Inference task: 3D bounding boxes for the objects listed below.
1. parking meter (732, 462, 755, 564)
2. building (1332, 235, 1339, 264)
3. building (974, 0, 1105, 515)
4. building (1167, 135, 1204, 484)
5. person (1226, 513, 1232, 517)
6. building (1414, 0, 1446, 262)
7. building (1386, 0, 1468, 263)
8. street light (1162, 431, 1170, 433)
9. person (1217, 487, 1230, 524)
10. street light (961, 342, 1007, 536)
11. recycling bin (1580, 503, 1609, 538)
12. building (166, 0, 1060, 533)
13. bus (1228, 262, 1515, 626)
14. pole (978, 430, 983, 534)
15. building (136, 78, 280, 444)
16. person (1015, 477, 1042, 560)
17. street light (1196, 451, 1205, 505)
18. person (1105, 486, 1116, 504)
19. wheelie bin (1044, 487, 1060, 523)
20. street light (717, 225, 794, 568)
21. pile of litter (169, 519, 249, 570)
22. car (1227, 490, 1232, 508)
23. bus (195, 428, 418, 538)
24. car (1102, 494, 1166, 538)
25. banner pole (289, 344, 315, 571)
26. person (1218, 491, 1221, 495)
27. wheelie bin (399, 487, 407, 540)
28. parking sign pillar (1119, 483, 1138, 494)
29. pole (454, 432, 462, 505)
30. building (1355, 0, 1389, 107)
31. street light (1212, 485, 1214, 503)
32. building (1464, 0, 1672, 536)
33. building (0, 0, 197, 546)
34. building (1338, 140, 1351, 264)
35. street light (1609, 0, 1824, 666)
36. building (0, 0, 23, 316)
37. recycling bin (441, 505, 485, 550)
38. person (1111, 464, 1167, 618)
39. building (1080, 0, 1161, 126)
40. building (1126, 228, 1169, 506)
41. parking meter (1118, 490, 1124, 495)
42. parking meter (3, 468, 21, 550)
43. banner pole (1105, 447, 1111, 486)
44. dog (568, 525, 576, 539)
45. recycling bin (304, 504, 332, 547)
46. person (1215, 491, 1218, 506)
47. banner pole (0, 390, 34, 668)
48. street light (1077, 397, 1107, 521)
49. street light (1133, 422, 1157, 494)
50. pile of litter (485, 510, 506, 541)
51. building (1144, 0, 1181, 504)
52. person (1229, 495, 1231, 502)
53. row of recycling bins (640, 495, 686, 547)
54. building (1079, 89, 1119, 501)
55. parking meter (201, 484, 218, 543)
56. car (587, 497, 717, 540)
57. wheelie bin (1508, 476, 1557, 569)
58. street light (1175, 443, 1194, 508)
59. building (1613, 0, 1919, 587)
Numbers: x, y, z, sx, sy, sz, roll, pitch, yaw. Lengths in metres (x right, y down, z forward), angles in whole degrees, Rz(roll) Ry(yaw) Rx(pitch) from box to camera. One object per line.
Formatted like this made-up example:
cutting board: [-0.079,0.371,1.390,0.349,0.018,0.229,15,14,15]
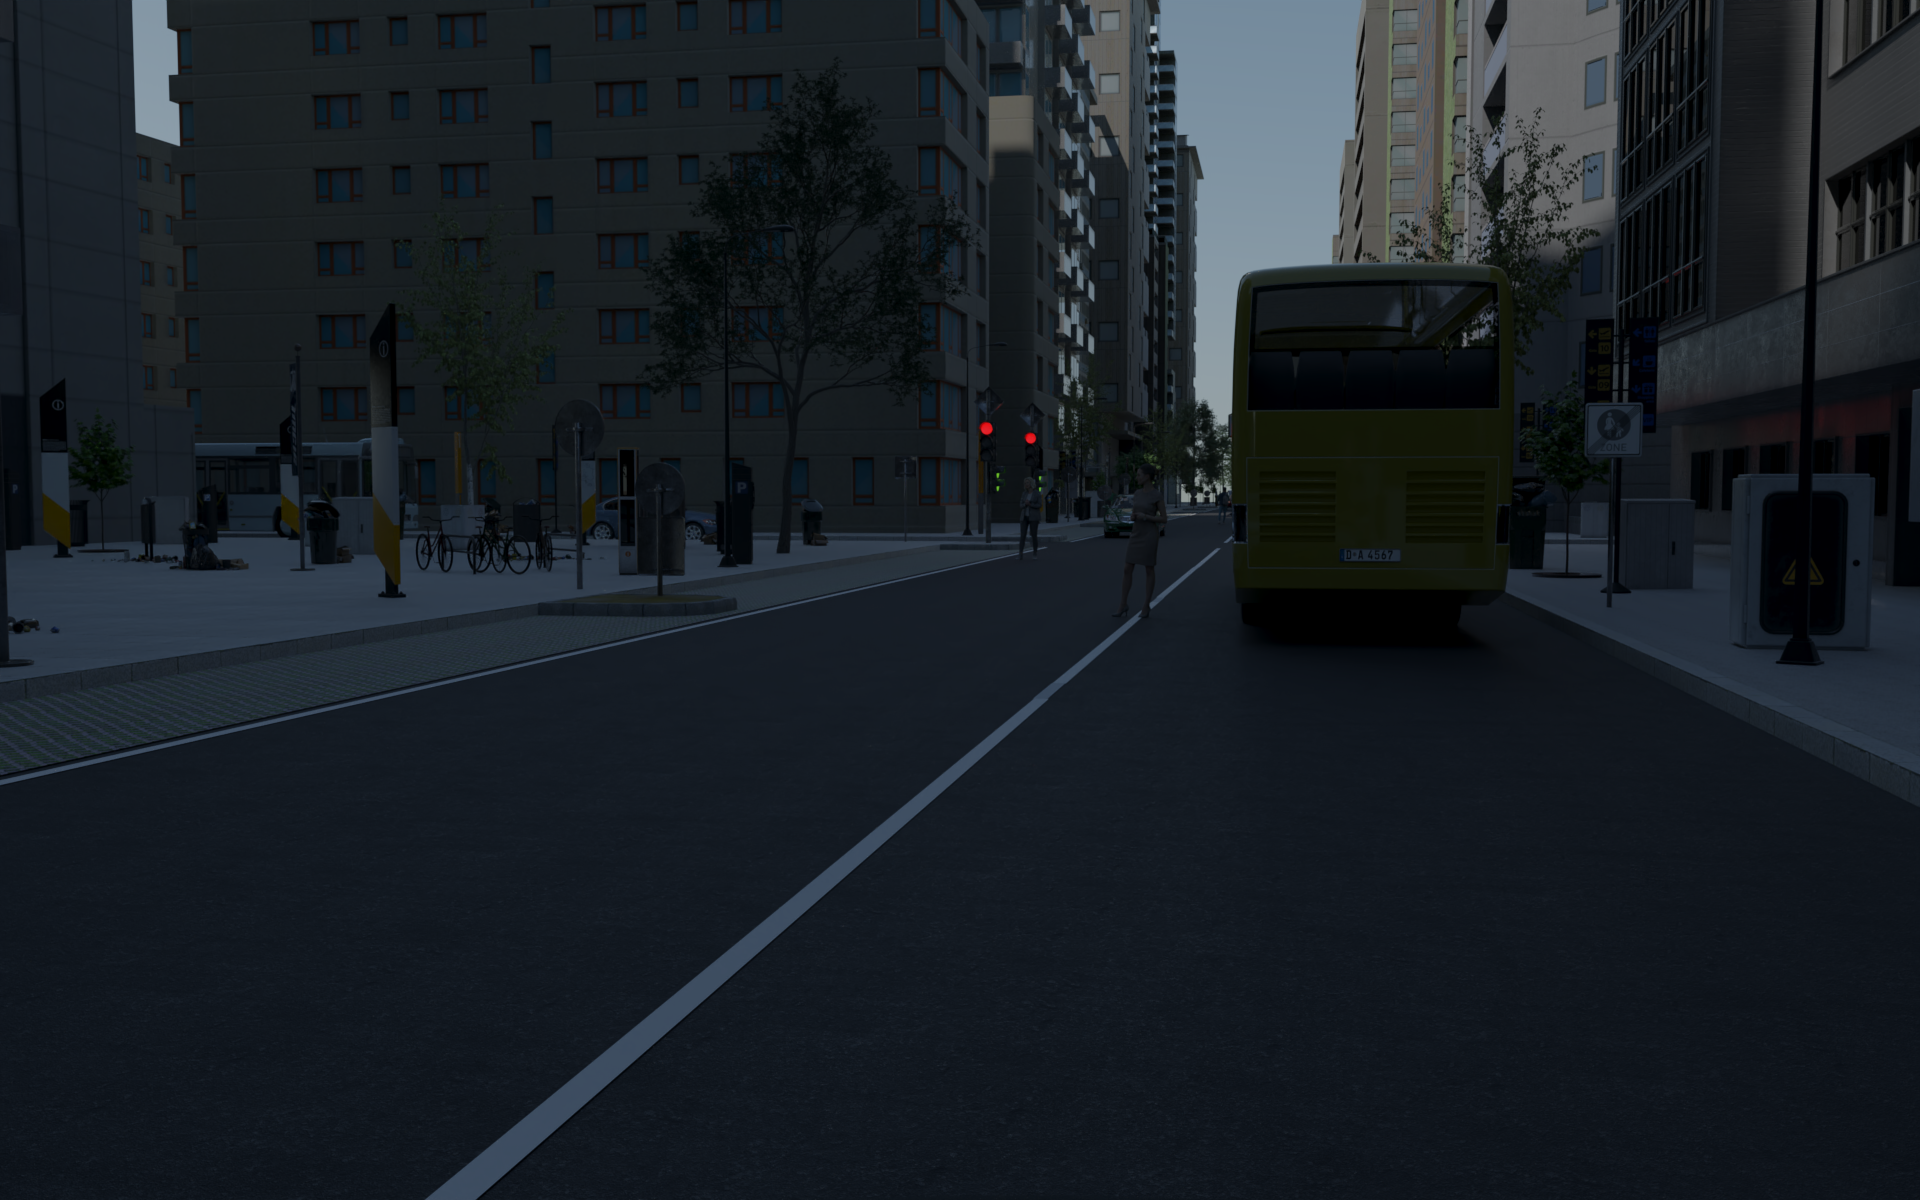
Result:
parking meter: [-3.953,-1.584,31.615,0.399,1.863,0.255,0,4,0]
building: [65.426,-36.028,272.644,14.154,41.232,14.086,1,4,11]
building: [-3.495,-29.897,108.420,23.786,49.044,30.456,1,4,11]
building: [21.366,-40.993,259.470,28.713,52.752,27.495,1,4,11]
person: [12.637,-3.951,78.595,0.738,1.151,1.012,-1,4,-18]
building: [34.343,-27.612,101.569,14.600,45.320,14.200,1,4,11]
building: [40.858,-27.749,137.289,14.154,41.232,14.086,1,4,11]
street light: [14.877,-9.537,128.472,1.470,5.913,1.316,1,4,11]
person: [12.775,-4.599,84.036,0.623,1.781,0.721,0,4,4]
street light: [0.760,-4.936,53.245,1.470,5.913,1.316,1,4,11]
recycling bin: [18.652,-2.344,50.874,0.722,1.027,0.722,2,4,26]
building: [-11.421,-13.911,72.480,27.650,21.520,28.899,1,4,11]
bus: [4.758,-1.850,21.796,2.896,3.916,12.252,1,4,9]
pole: [0.665,-3.765,55.408,0.158,3.312,0.155,0,3,0]
building: [-53.975,-14.557,83.046,28.899,21.520,27.650,1,4,11]
person: [1.524,-1.774,37.681,0.537,1.800,0.526,2,4,35]
street light: [25.800,-13.134,187.273,1.470,5.913,1.316,1,4,11]
person: [6.898,-4.346,79.808,0.600,1.795,0.529,0,4,8]
wheelie bin: [4.075,-4.188,76.377,0.693,1.594,0.980,0,4,4]
street light: [-3.546,-3.523,30.138,1.470,5.913,1.316,1,4,11]
pile of litter: [-12.875,-0.960,29.669,1.176,0.858,1.719,-3,4,-36]
car: [24.357,-8.831,153.052,2.281,1.827,5.304,1,4,9]
bus: [-22.639,-3.598,53.689,13.247,3.499,2.948,1,4,12]
car: [5.890,-2.832,58.099,2.131,1.459,4.920,1,4,10]
banner pole: [-11.156,-2.393,29.143,0.401,3.779,0.863,-2,4,-33]
person: [32.147,-12.576,214.208,1.348,1.812,0.705,-3,5,-40]
wheelie bin: [-15.923,-2.483,48.512,0.693,1.594,0.980,2,4,27]
parking sign pillar: [11.997,-8.244,123.260,1.447,3.967,1.447,1,4,21]
pole: [-16.480,-3.858,56.921,0.158,3.312,0.155,0,3,0]
building: [46.453,-32.481,154.766,21.300,48.544,21.600,1,4,11]
street light: [30.073,-14.537,210.222,1.470,5.913,1.316,1,4,11]
building: [32.683,-31.559,57.988,28.212,58.520,21.231,1,4,11]
building: [-33.725,-36.747,39.059,20.611,71.187,20.563,1,4,11]
building: [60.012,-36.700,223.753,21.300,48.544,21.600,1,4,11]
street light: [5.825,-2.476,13.029,1.470,5.913,1.316,1,4,11]
building: [-23.956,-23.827,9.180,23.786,49.044,30.456,1,4,11]
recycling bin: [-11.485,-1.681,40.031,0.722,1.027,0.722,2,4,25]
person: [2.085,-0.687,20.075,0.599,1.781,0.374,3,5,44]
building: [4.022,-35.370,167.537,28.713,52.752,27.495,1,4,11]
building: [14.996,-25.432,187.510,14.160,30.474,14.107,1,4,11]
parking meter: [10.279,-6.248,110.559,0.372,1.533,0.369,0,3,0]
parking meter: [-21.661,-2.068,39.524,0.255,1.863,0.399,0,4,4]
banner pole: [7.976,-6.318,93.314,0.401,3.779,0.863,-1,4,-16]
dog: [-11.402,-1.976,51.601,0.406,0.507,0.540,1,4,10]
recycling bin: [-15.549,-1.827,42.430,0.722,1.027,0.722,2,4,35]
person: [27.204,-10.637,183.143,0.721,1.736,1.217,2,4,29]
banner pole: [-7.356,-1.403,12.964,0.863,3.779,0.401,2,4,30]
street light: [6.380,-6.777,83.337,1.470,5.913,1.316,1,4,11]
street light: [11.854,-8.564,112.568,1.470,5.913,1.316,1,4,11]
pile of litter: [-13.058,-2.053,47.539,1.176,0.858,1.719,-2,4,-32]
building: [18.582,-56.010,228.433,22.319,86.520,31.000,1,4,11]
person: [19.334,-6.946,121.837,0.659,1.850,0.755,3,4,38]
row of recycling bins: [-7.318,-2.111,41.634,1.069,1.692,3.534,-1,4,-22]
building: [-2.303,-27.546,142.265,32.217,40.220,23.993,1,4,11]
parking meter: [-19.649,-2.259,45.338,0.372,1.533,0.369,0,3,0]
car: [-8.861,-2.339,50.250,4.499,1.417,2.014,1,4,12]
wheelie bin: [9.720,-1.332,29.680,0.980,1.594,0.693,1,4,9]
street light: [20.282,-11.343,157.994,1.470,5.913,1.316,1,4,11]
building: [18.719,-12.465,22.870,14.314,24.678,30.058,1,4,11]
